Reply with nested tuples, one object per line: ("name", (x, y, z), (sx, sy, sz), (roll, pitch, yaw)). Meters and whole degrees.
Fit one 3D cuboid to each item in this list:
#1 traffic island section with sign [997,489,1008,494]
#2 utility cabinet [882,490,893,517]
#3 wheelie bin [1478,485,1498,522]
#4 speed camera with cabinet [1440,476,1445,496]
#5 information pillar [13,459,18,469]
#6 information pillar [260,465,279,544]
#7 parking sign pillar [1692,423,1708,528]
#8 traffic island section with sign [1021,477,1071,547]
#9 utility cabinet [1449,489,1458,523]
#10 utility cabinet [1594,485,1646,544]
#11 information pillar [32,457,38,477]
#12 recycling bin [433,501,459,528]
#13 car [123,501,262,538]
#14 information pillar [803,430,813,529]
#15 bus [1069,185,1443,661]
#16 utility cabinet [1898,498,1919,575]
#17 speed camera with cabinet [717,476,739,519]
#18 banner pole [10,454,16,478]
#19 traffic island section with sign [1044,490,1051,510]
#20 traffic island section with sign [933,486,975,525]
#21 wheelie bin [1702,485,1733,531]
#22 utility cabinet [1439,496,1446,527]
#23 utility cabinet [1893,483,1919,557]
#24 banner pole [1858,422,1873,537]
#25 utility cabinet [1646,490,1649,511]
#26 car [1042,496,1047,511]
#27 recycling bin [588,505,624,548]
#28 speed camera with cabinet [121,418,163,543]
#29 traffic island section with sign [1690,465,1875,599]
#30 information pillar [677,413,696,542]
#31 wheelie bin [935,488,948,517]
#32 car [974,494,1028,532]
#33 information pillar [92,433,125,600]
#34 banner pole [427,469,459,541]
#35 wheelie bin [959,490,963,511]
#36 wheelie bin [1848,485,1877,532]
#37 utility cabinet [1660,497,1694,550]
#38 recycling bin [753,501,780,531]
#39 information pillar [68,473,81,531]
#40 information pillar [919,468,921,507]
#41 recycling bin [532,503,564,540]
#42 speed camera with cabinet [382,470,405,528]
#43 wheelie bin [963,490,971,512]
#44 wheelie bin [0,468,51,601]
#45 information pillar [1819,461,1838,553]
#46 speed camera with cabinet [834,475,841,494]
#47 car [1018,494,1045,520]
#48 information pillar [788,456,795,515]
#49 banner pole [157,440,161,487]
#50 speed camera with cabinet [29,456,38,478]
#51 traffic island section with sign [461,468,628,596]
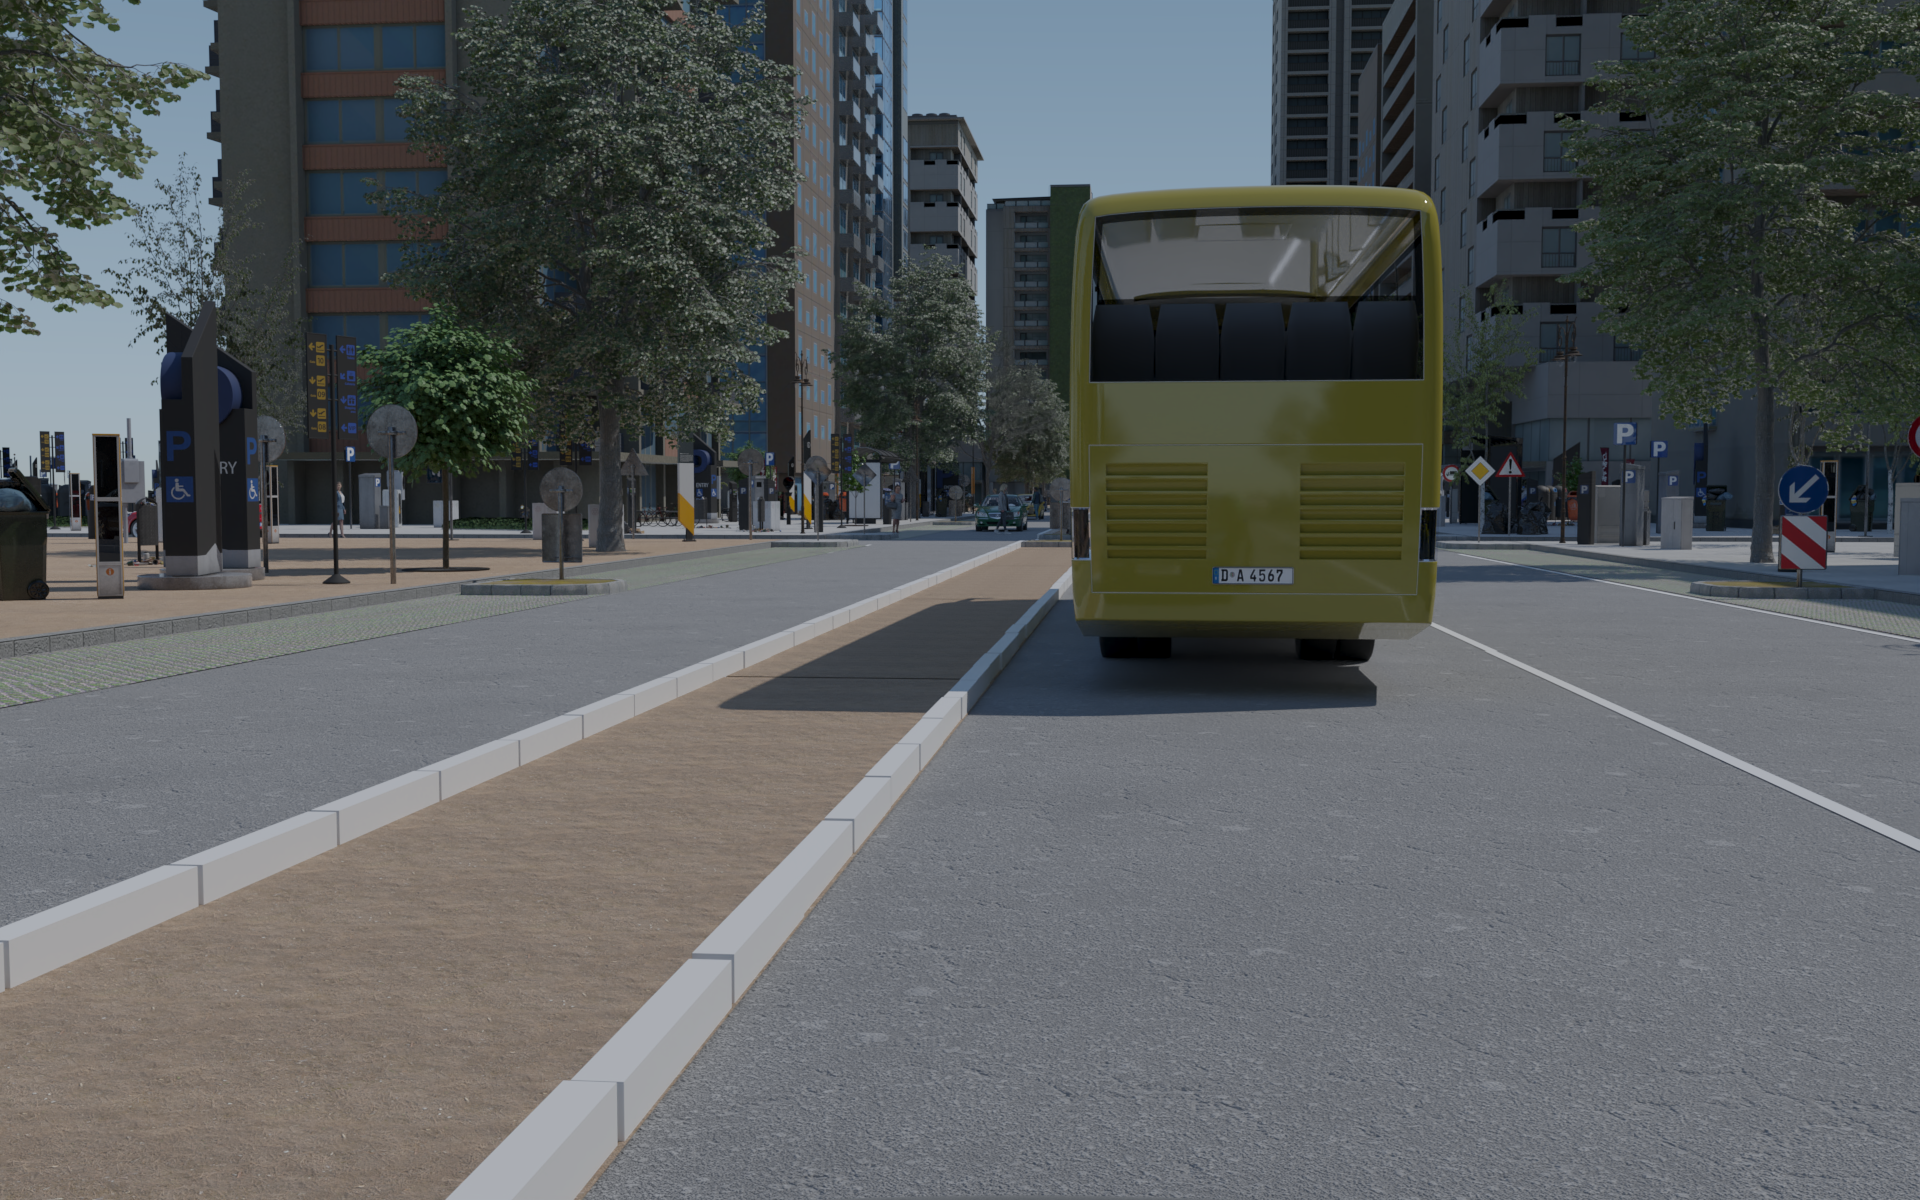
("traffic island section with sign", (2.679, -6.021, 107.070), (1.989, 1.847, 2.006), (0, 4, 6))
("utility cabinet", (-3.893, -5.324, 95.719), (1.173, 1.500, 0.318), (-3, 5, -41))
("wheelie bin", (18.472, -3.224, 60.619), (0.693, 1.594, 0.980), (1, 4, 12))
("speed camera with cabinet", (22.199, -5.288, 80.796), (0.660, 3.252, 2.038), (1, 4, 22))
("information pillar", (-63.847, -7.688, 117.057), (0.183, 3.616, 0.504), (1, 4, 14))
("information pillar", (-17.786, -2.455, 44.638), (0.304, 2.012, 0.304), (1, 4, 15))
("parking sign pillar", (27.951, -4.701, 65.330), (1.447, 3.967, 1.447), (1, 4, 21))
("traffic island section with sign", (2.721, -2.385, 47.138), (2.006, 1.907, 1.989), (0, 4, 6))
("utility cabinet", (21.737, -4.136, 76.308), (0.318, 1.500, 1.173), (1, 4, 13))
("utility cabinet", (16.796, -2.175, 44.244), (1.173, 1.500, 0.318), (0, 4, -4))
("information pillar", (-58.539, -7.237, 109.678), (0.183, 3.616, 0.504), (0, 4, 1))
("recycling bin", (-19.656, -3.283, 66.231), (0.722, 1.027, 0.722), (1, 4, 9))
("car", (-23.610, -2.722, 53.543), (4.494, 1.783, 2.155), (0, 4, 6))
("information pillar", (-5.570, -4.381, 62.985), (0.183, 3.616, 0.504), (2, 4, 28))
("bus", (2.744, -1.608, 17.837), (2.896, 3.916, 12.252), (0, 4, 7))
("utility cabinet", (15.368, -0.983, 27.235), (1.020, 1.237, 0.306), (3, 5, 41))
("speed camera with cabinet", (-11.194, -5.443, 83.329), (2.038, 3.252, 0.660), (0, 4, -2))
("banner pole", (-58.646, -7.166, 107.174), (0.863, 3.779, 0.401), (1, 4, 13))
("traffic island section with sign", (7.986, -9.098, 157.374), (1.989, 1.847, 2.006), (0, 4, 6))
("traffic island section with sign", (-0.175, -4.364, 79.976), (1.989, 1.847, 2.006), (0, 4, 6))
("wheelie bin", (26.082, -3.165, 59.663), (0.980, 1.594, 0.693), (2, 4, 26))
("utility cabinet", (18.700, -3.511, 68.567), (0.306, 1.237, 1.020), (-3, 5, -41))
("utility cabinet", (19.037, -1.559, 34.174), (0.318, 1.500, 1.173), (-1, 4, -17))
("banner pole", (27.092, -3.773, 51.699), (0.401, 3.779, 0.863), (2, 4, 26))
("utility cabinet", (36.620, -5.199, 93.675), (1.173, 1.500, 0.318), (0, 4, 3))
("car", (6.179, -7.923, 142.124), (1.945, 1.354, 3.894), (0, 4, 7))
("recycling bin", (-8.496, -1.776, 41.598), (0.722, 1.027, 0.722), (0, 4, 1))
("speed camera with cabinet", (-21.213, -3.143, 45.727), (2.038, 3.252, 0.660), (-3, 5, -40))
("traffic island section with sign", (11.479, -0.966, 24.418), (1.989, 1.847, 2.006), (0, 4, 6))
("information pillar", (-7.354, -3.373, 46.500), (0.183, 3.616, 0.504), (3, 5, 45))
("wheelie bin", (-1.029, -5.416, 96.458), (0.693, 1.594, 0.980), (-1, 4, -11))
("car", (1.645, -3.420, 67.721), (2.131, 1.459, 4.920), (0, 4, 6))
("information pillar", (-10.410, -1.021, 21.178), (0.304, 2.012, 0.304), (-2, 4, -25))
("banner pole", (-14.296, -3.533, 47.783), (0.863, 3.779, 0.401), (-1, 4, -11))
("wheelie bin", (-0.471, -5.678, 100.750), (0.980, 1.594, 0.693), (0, 4, -3))
("wheelie bin", (30.796, -3.129, 59.071), (0.980, 1.594, 0.693), (-3, 4, -39))
("utility cabinet", (16.674, -1.783, 40.313), (0.306, 1.237, 1.020), (0, 4, -3))
("recycling bin", (-6.766, -2.937, 60.569), (0.722, 1.027, 0.722), (1, 4, 22))
("information pillar", (-30.873, -3.420, 60.417), (0.304, 2.012, 0.304), (-3, 4, -38))
("information pillar", (-2.420, -6.453, 96.862), (0.504, 3.616, 0.183), (2, 4, 35))
("recycling bin", (-11.562, -2.210, 48.685), (0.722, 1.027, 0.722), (0, 4, 4))
("speed camera with cabinet", (-21.965, -4.457, 67.200), (0.660, 3.252, 2.038), (-1, 4, -10))
("wheelie bin", (0.319, -7.007, 122.479), (0.980, 1.594, 0.693), (-1, 4, -11))
("wheelie bin", (-11.445, -0.801, 21.013), (0.693, 1.594, 0.980), (-2, 4, -35))
("information pillar", (19.090, -2.055, 38.090), (0.304, 2.012, 0.304), (1, 4, 17))
("speed camera with cabinet", (-8.415, -7.942, 124.190), (0.660, 3.252, 2.038), (2, 4, 35))
("car", (3.832, -5.385, 98.260), (2.015, 1.641, 3.980), (0, 4, 7))
("information pillar", (-10.437, -7.082, 107.139), (0.183, 3.616, 0.504), (3, 4, 38))
("banner pole", (-32.481, -4.944, 70.849), (0.863, 3.779, 0.401), (2, 4, 25))
("speed camera with cabinet", (-48.426, -5.782, 88.864), (2.038, 3.252, 0.660), (0, 4, 2))
("traffic island section with sign", (-5.946, -1.014, 25.204), (1.989, 1.847, 2.006), (0, 4, 6))
